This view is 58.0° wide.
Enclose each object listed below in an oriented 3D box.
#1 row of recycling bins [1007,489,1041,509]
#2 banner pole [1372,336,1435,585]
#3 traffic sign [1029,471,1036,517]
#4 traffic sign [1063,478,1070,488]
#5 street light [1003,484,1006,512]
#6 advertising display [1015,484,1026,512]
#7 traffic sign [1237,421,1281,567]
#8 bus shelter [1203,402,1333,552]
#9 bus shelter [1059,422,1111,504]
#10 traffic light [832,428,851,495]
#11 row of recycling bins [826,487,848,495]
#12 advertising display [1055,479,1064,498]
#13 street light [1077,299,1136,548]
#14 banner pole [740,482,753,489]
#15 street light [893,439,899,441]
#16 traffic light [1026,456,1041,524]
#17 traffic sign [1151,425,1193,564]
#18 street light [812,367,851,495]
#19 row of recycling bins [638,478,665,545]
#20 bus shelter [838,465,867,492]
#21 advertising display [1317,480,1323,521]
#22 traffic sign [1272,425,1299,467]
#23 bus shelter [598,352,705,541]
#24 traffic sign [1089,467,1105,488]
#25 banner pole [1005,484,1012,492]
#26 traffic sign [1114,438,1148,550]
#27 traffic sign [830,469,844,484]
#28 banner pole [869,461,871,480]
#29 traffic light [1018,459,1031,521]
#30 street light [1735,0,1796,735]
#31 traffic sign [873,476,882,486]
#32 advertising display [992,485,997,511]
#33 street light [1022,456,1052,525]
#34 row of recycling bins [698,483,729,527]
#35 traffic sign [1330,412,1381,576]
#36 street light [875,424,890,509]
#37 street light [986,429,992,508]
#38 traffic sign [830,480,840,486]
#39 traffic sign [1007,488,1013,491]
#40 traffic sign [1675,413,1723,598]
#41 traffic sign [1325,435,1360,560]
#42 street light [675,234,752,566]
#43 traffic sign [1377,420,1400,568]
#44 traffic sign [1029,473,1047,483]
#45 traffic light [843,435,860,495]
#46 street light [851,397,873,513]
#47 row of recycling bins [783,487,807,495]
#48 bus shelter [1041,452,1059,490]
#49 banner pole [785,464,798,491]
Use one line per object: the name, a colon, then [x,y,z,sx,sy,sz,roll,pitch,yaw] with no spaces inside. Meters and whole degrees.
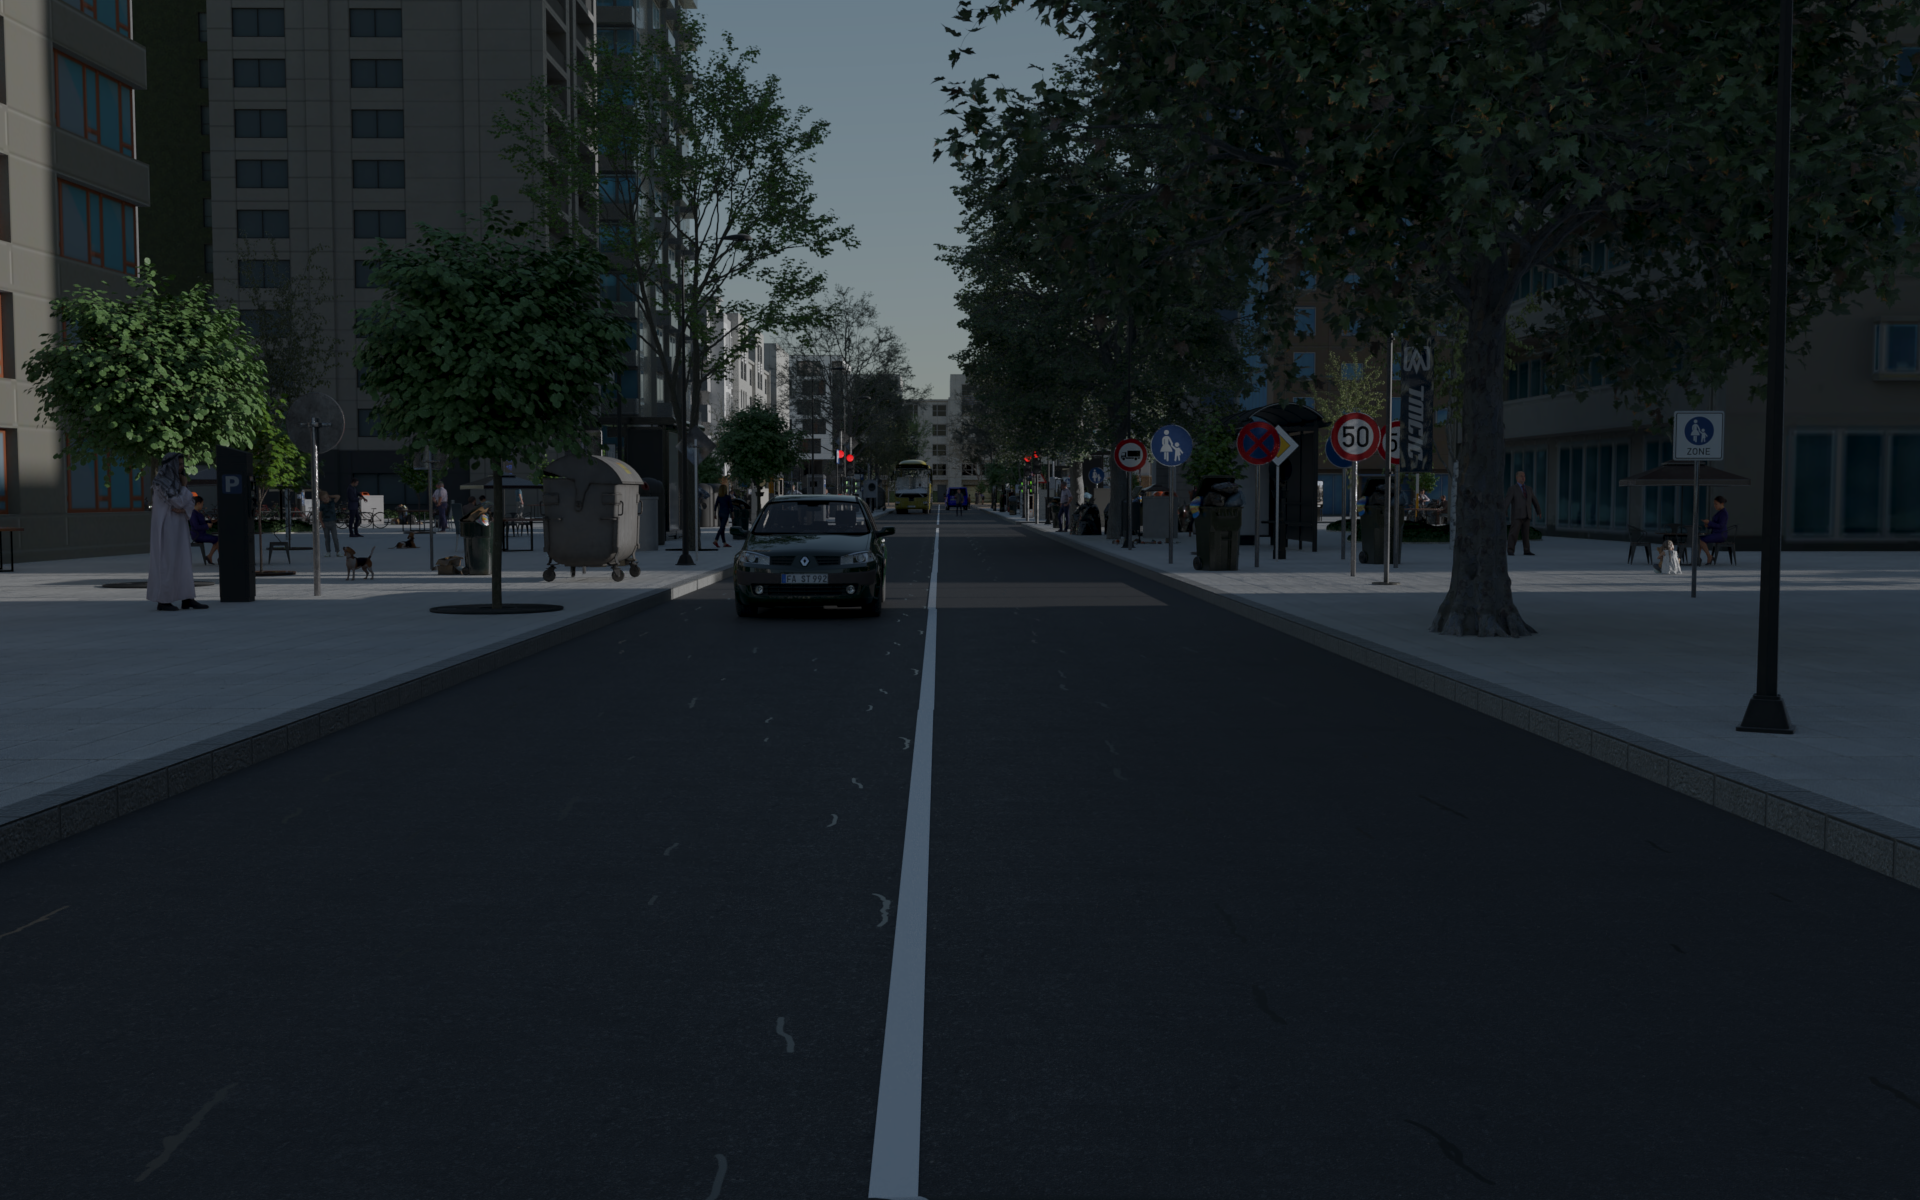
row of recycling bins: [5.597,-8.460,145.431,3.534,1.692,1.069,-1,4,-16]
banner pole: [6.244,-2.099,24.332,0.863,3.779,0.401,2,4,29]
traffic sign: [4.136,-5.950,97.388,0.768,2.556,0.104,0,4,3]
traffic sign: [6.525,-6.270,104.648,0.606,2.300,0.079,0,4,4]
street light: [2.895,-7.320,92.230,1.470,5.913,1.316,0,4,-1]
advertising display: [3.912,-6.302,108.250,0.974,1.923,0.123,1,4,14]
traffic sign: [5.202,-1.845,30.275,0.768,2.556,0.104,0,4,0]
bus shelter: [7.120,-2.862,40.722,2.014,3.302,5.546,0,4,-1]
bus shelter: [6.551,-6.730,87.671,2.179,5.291,8.768,0,4,-1]
traffic light: [-5.083,-5.211,74.114,0.839,4.253,0.868,0,4,-1]
row of recycling bins: [-6.785,-5.425,95.817,1.069,1.692,3.534,0,4,-7]
advertising display: [4.213,-4.170,73.390,0.123,1.923,0.974,-1,4,-11]
street light: [3.469,-4.192,41.076,1.470,5.913,1.316,0,4,-1]
banner pole: [-9.180,-5.180,74.715,0.863,3.779,0.401,-1,4,-20]
street light: [-5.848,-10.691,147.346,1.470,5.913,1.316,0,4,-1]
traffic light: [3.277,-5.217,74.227,0.839,4.253,0.868,0,4,-1]
traffic sign: [3.883,-1.940,31.828,0.768,2.556,0.104,1,4,9]
street light: [-4.848,-5.558,63.419,1.470,5.913,1.316,0,4,-1]
row of recycling bins: [-8.129,-2.141,42.124,1.069,1.692,3.534,1,4,11]
bus shelter: [-8.252,-8.246,128.750,2.014,3.302,5.546,0,4,-1]
advertising display: [16.939,-4.696,82.001,0.123,1.923,0.974,3,4,36]
traffic sign: [6.038,-2.024,32.818,0.795,2.593,0.064,0,4,2]
bus shelter: [-8.803,-4.329,48.417,2.179,5.291,8.768,0,4,-1]
traffic sign: [6.531,-5.058,82.812,0.768,2.556,0.104,0,4,5]
banner pole: [3.603,-8.358,126.663,0.863,3.779,0.401,-3,5,-44]
traffic sign: [3.889,-2.411,39.525,0.768,2.556,0.104,0,4,2]
traffic sign: [-6.237,-5.374,87.977,0.768,2.556,0.104,1,4,9]
banner pole: [-6.749,-8.543,129.702,0.401,3.779,0.863,1,4,11]
traffic light: [3.185,-5.706,82.211,0.839,4.253,0.868,0,4,-1]
street light: [3.840,-2.244,9.234,1.470,5.913,1.316,0,4,-1]
traffic sign: [-5.834,-7.433,121.264,0.795,2.593,0.064,0,4,5]
advertising display: [2.606,-7.626,129.901,0.123,1.923,0.974,-1,4,-12]
street light: [3.178,-6.139,72.918,1.470,5.913,1.316,0,4,-1]
row of recycling bins: [-9.791,-3.732,68.139,1.069,1.692,3.534,0,4,5]
traffic sign: [6.126,-1.639,26.911,0.768,2.556,0.104,0,4,3]
street light: [-5.385,-8.744,115.506,1.470,5.913,1.316,0,4,-1]
street light: [2.600,-9.288,124.402,1.470,5.913,1.316,0,4,-1]
traffic sign: [-8.039,-6.872,112.460,0.768,2.556,0.104,0,4,7]
traffic sign: [5.066,-9.794,154.003,2.265,3.308,0.079,0,4,1]
traffic sign: [9.093,-1.178,21.398,0.606,2.300,0.079,0,4,1]
traffic sign: [7.518,-2.067,33.906,0.768,2.556,0.104,0,4,5]
street light: [-4.410,-3.580,31.070,1.470,5.913,1.316,0,4,-1]
traffic sign: [7.557,-1.826,29.958,0.768,2.556,0.104,0,4,0]
traffic sign: [3.753,-5.121,83.733,0.884,2.594,0.081,0,4,2]
traffic light: [-5.176,-5.699,82.099,0.839,4.253,0.868,0,4,-1]
street light: [-4.966,-6.732,82.613,1.470,5.913,1.316,0,4,-1]
row of recycling bins: [-9.243,-5.726,100.734,1.069,1.692,3.534,3,5,44]
bus shelter: [7.120,-9.426,131.745,2.179,5.291,8.768,0,4,-1]
banner pole: [-8.399,-5.926,86.902,0.863,3.779,0.401,1,4,13]
